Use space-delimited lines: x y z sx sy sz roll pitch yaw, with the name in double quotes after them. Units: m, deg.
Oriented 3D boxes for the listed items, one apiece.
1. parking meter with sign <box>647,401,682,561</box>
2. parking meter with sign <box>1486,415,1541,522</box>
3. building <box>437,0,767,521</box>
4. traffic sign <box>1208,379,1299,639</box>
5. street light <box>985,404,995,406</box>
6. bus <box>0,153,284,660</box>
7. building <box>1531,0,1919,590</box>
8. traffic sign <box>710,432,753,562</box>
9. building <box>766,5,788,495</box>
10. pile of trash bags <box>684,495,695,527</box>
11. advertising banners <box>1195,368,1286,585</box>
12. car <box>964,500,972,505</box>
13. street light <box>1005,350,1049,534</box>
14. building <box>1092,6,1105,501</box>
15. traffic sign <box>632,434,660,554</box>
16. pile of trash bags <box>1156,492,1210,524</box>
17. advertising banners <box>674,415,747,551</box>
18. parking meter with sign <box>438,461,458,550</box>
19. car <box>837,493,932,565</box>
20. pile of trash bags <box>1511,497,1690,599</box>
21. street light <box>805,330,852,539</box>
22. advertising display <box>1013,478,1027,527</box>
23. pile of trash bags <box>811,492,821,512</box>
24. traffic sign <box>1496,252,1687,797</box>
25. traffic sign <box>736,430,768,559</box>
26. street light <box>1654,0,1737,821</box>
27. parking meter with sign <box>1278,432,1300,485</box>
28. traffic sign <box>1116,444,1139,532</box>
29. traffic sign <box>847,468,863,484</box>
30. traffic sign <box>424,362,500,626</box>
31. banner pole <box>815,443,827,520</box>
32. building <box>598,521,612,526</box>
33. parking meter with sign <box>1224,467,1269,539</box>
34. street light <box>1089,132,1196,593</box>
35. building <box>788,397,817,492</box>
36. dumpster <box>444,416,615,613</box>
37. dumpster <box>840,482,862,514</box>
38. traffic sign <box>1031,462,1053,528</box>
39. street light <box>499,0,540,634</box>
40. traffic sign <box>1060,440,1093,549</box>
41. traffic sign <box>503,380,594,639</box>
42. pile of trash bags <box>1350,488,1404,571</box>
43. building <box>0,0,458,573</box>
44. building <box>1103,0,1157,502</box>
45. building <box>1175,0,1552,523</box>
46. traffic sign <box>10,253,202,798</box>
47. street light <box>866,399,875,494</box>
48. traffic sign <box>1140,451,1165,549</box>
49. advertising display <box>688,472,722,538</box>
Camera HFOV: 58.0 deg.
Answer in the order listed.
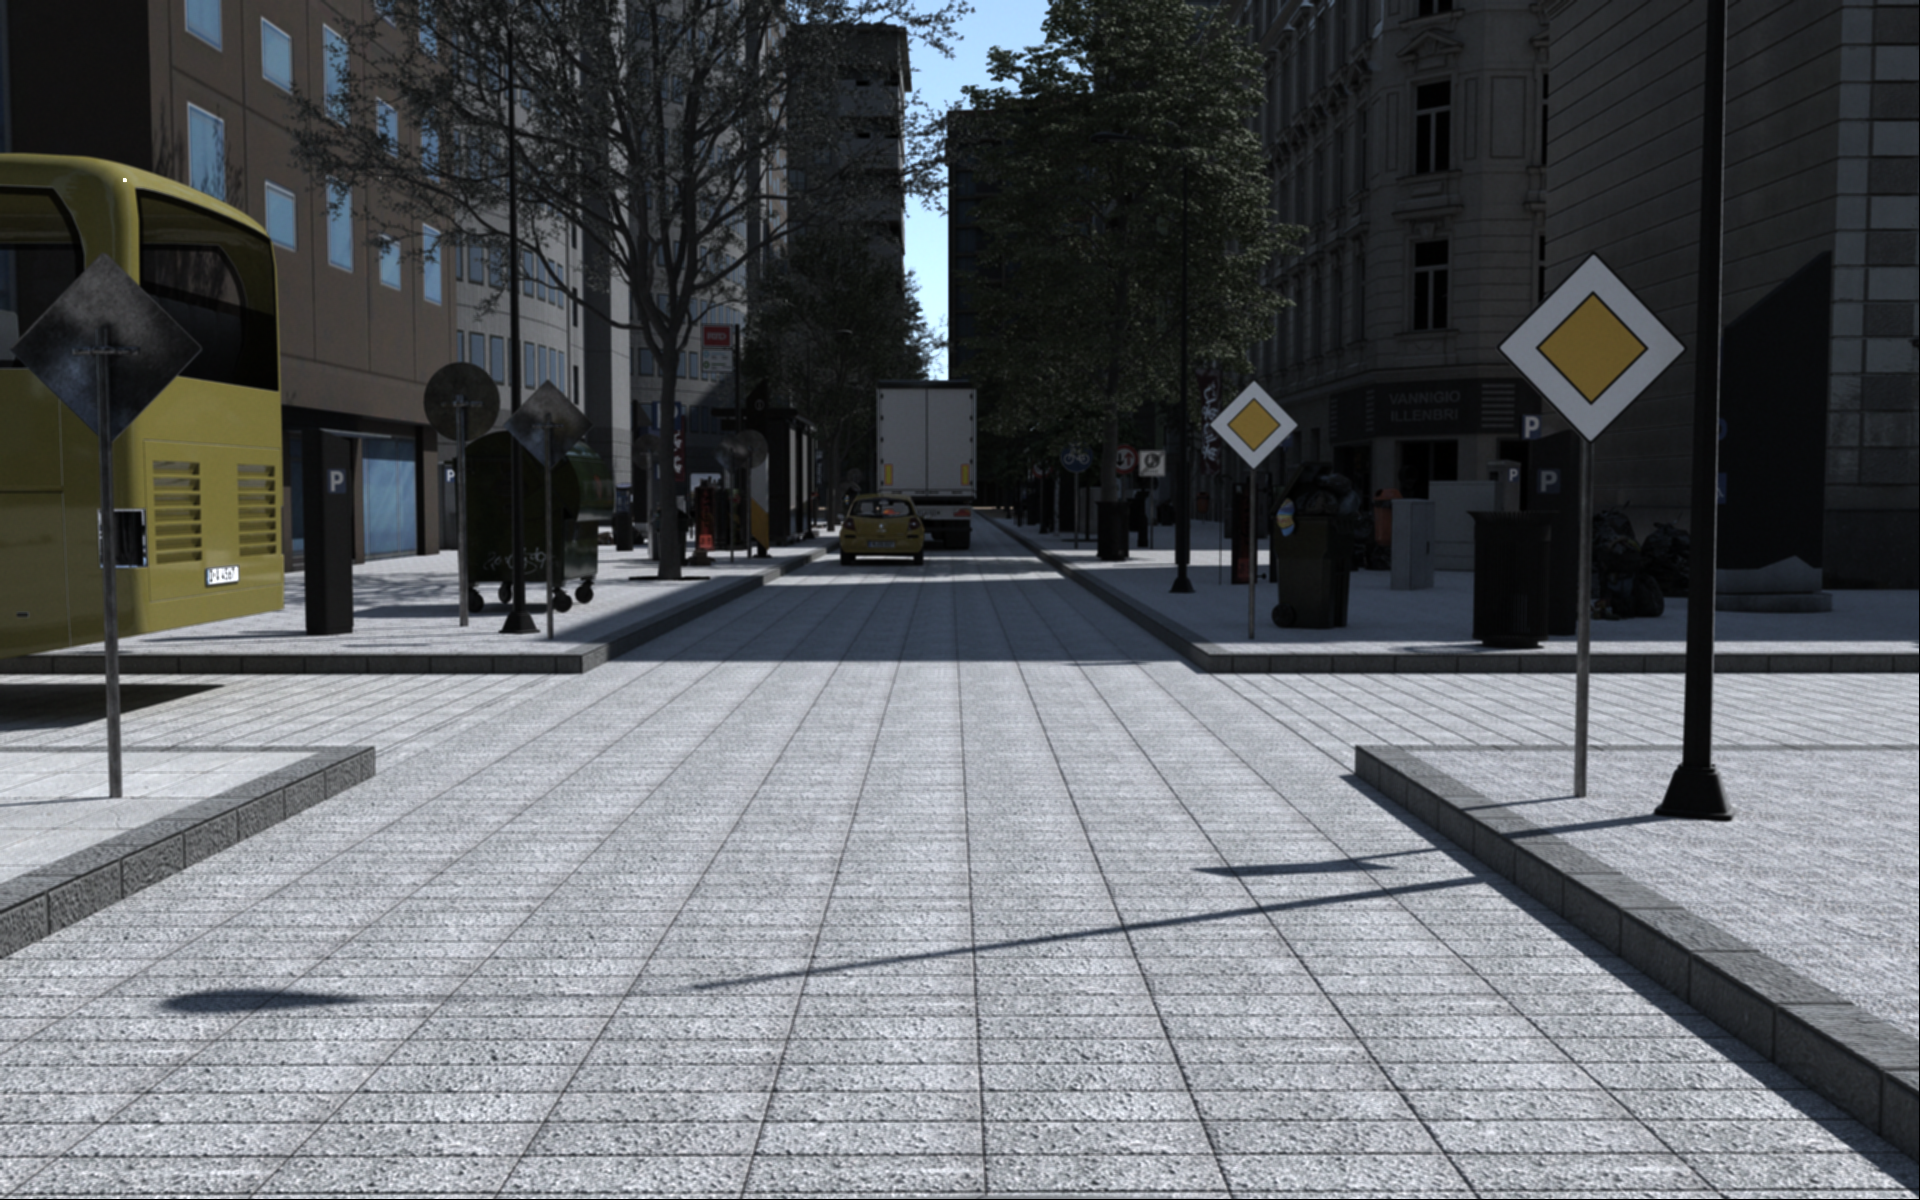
-5.752 -2.271 33.393 0.543 3.016 1.738 -1 4 -17 "parking meter with sign"
12.210 -2.608 38.899 0.543 3.016 1.738 -2 4 -23 "parking meter with sign"
-23.601 -34.357 103.739 21.231 58.520 28.212 0 4 0 "building"
2.576 -0.711 15.266 0.795 2.450 0.064 0 4 0 "traffic sign"
1.982 -7.152 89.477 1.470 5.913 1.316 0 4 0 "street light"
-11.209 -1.239 11.811 12.252 3.916 2.896 0 4 -1 "bus"
23.645 -14.117 28.082 25.104 27.353 12.463 0 4 0 "building"
-4.273 -1.910 32.422 0.795 2.450 0.064 0 4 1 "traffic sign"
-20.134 -29.107 126.005 14.600 45.320 14.200 0 4 0 "building"
-11.380 -3.540 67.636 1.912 1.369 3.447 0 4 -2 "pile of trash bags"
4.082 -1.740 24.641 2.074 3.025 0.090 -3 4 -36 "advertising banners"
-0.243 -5.847 105.827 2.015 1.641 3.980 0 4 -1 "car"
2.164 -5.094 55.832 1.470 5.913 1.316 0 4 0 "street light"
21.423 -36.714 142.277 21.231 58.520 28.212 0 4 0 "building"
-6.605 -2.245 36.805 0.768 2.556 0.104 0 4 6 "traffic sign"
9.169 -4.020 75.472 3.447 1.369 1.912 1 4 12 "pile of trash bags"
-5.665 -2.594 38.604 2.074 3.025 0.090 -3 4 -38 "advertising banners"
-12.012 -2.683 40.127 1.738 3.016 0.543 3 4 36 "parking meter with sign"
-1.599 -1.592 36.247 2.015 1.641 3.980 0 4 -1 "car"
8.869 -0.760 22.186 3.447 1.369 1.912 -1 4 -10 "pile of trash bags"
-3.758 -4.693 49.269 1.470 5.913 1.316 0 4 0 "street light"
2.533 -4.148 73.033 0.123 1.923 0.974 2 4 32 "advertising display"
-8.182 -4.387 81.472 3.447 1.369 1.912 1 4 17 "pile of trash bags"
2.627 -0.223 7.281 0.795 2.450 0.064 0 4 0 "traffic sign"
-4.178 -2.091 34.296 0.768 2.556 0.104 1 4 9 "traffic sign"
2.419 -2.095 6.790 1.470 5.913 1.316 0 4 0 "street light"
8.494 -2.878 43.309 0.543 3.016 1.738 -1 4 -21 "parking meter with sign"
4.196 -2.704 44.318 0.768 2.556 0.104 0 4 3 "traffic sign"
-5.132 -5.160 84.469 0.768 2.556 0.104 0 4 1 "traffic sign"
-4.815 -1.017 16.737 0.768 2.556 0.104 0 4 7 "traffic sign"
-6.715 -5.764 84.264 0.863 3.779 0.401 2 4 30 "banner pole"
-24.338 -31.541 57.691 21.231 58.520 28.212 0 4 0 "building"
8.489 -3.276 49.816 1.738 3.016 0.543 1 4 23 "parking meter with sign"
2.359 -3.051 22.427 1.470 5.913 1.316 0 4 0 "street light"
-28.563 -50.929 145.355 31.000 86.520 22.319 0 4 0 "building"
-4.812 -1.037 19.452 1.502 2.255 1.985 0 4 0 "dumpster"
-5.236 -4.596 80.908 1.264 1.857 1.865 0 4 0 "dumpster"
2.696 -3.476 56.935 0.768 2.556 0.104 0 4 2 "traffic sign"
-3.540 -2.650 15.863 1.470 5.913 1.316 0 4 0 "street light"
2.734 -2.480 40.659 0.768 2.556 0.104 0 4 4 "traffic sign"
-3.618 -0.710 15.247 0.795 2.450 0.064 0 4 0 "traffic sign"
6.782 -1.183 29.091 1.912 1.369 3.447 0 4 -3 "pile of trash bags"
-17.658 -23.173 28.984 14.600 45.320 14.200 0 4 0 "building"
21.385 -30.215 117.721 21.300 48.544 21.600 0 4 0 "building"
19.751 -17.857 68.372 17.030 29.872 44.131 0 4 0 "building"
-3.567 -0.221 7.262 0.795 2.450 0.064 0 4 0 "traffic sign"
-3.899 -6.736 82.675 1.470 5.913 1.316 0 4 0 "street light"
4.478 -2.343 40.430 0.606 2.300 0.079 0 4 3 "traffic sign"
-7.369 -2.751 50.189 0.974 1.923 0.123 -1 4 -18 "advertising display"
